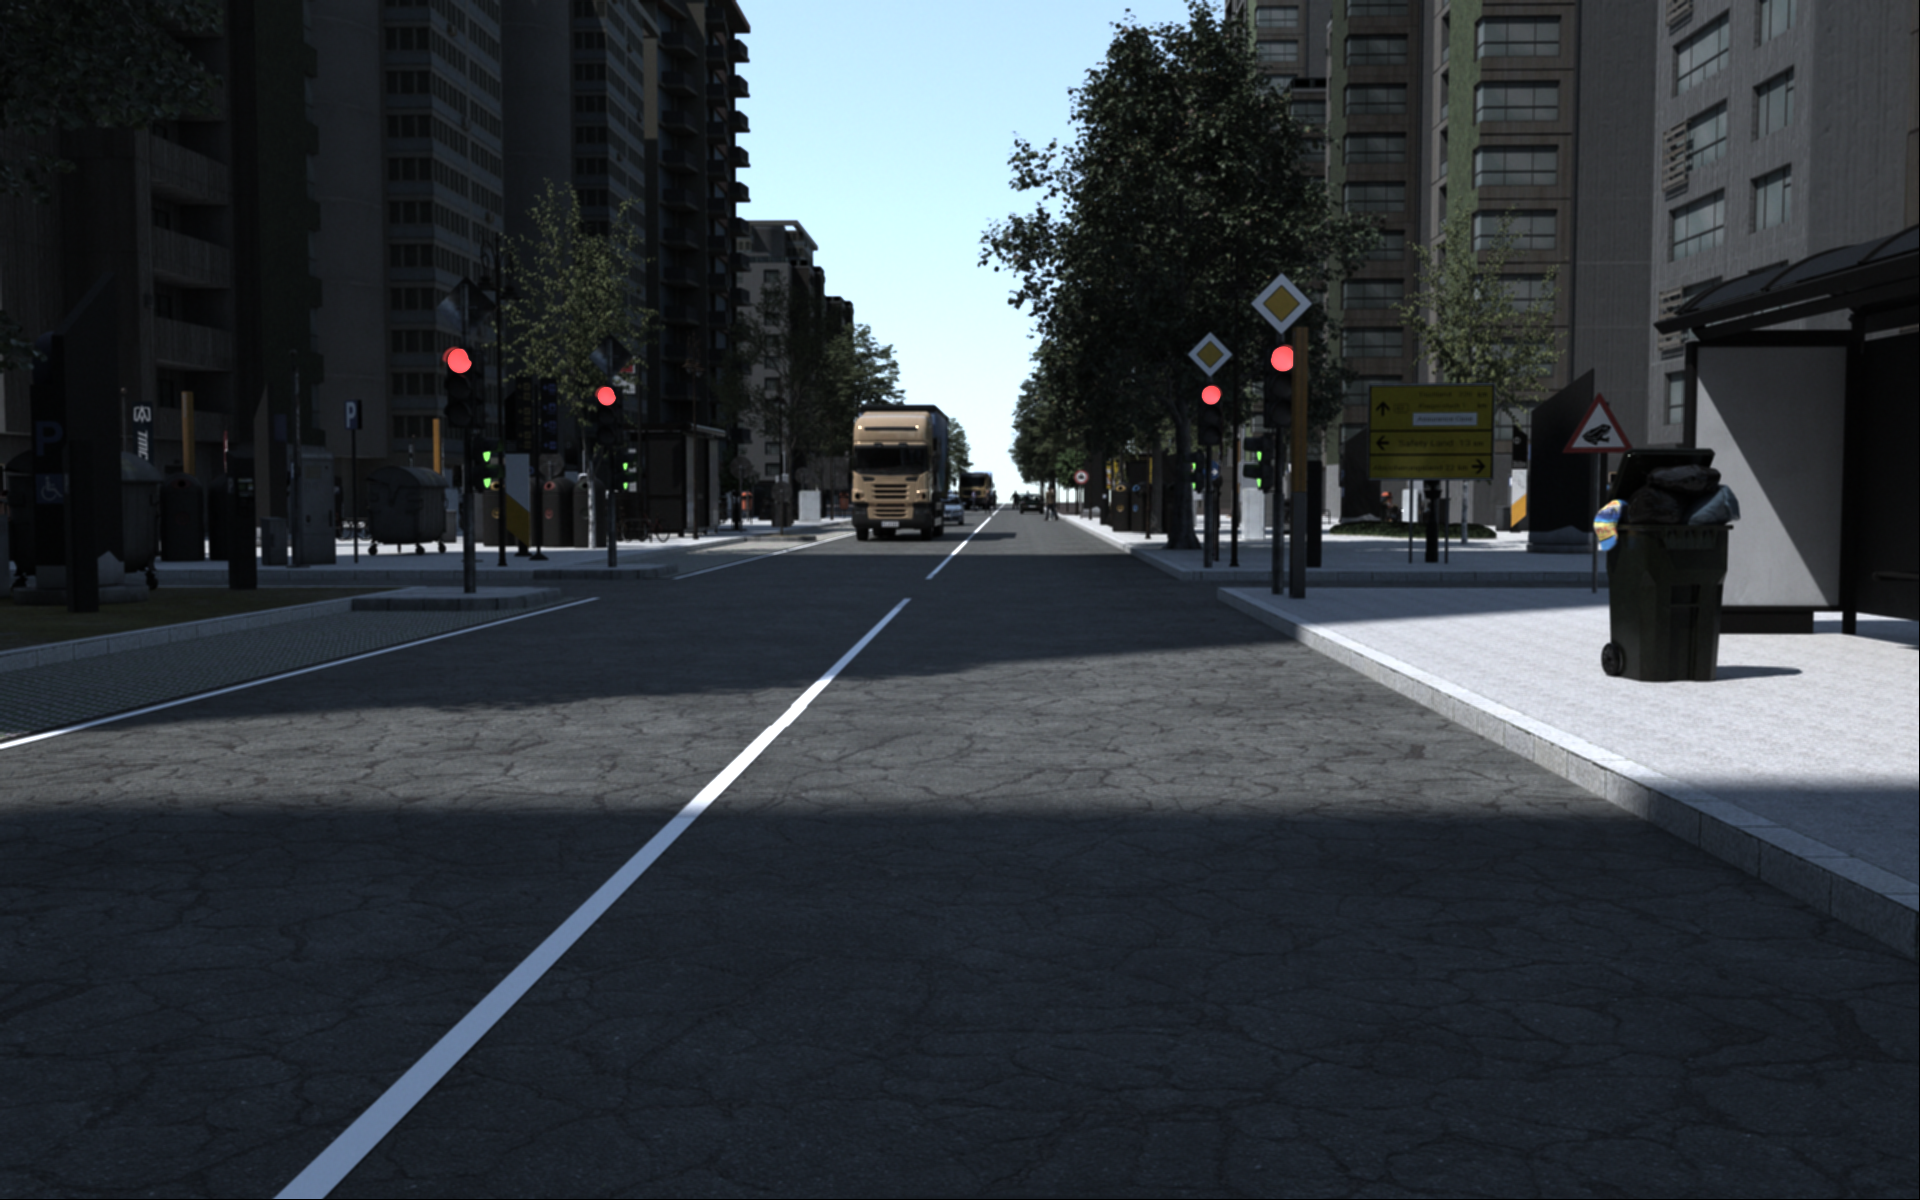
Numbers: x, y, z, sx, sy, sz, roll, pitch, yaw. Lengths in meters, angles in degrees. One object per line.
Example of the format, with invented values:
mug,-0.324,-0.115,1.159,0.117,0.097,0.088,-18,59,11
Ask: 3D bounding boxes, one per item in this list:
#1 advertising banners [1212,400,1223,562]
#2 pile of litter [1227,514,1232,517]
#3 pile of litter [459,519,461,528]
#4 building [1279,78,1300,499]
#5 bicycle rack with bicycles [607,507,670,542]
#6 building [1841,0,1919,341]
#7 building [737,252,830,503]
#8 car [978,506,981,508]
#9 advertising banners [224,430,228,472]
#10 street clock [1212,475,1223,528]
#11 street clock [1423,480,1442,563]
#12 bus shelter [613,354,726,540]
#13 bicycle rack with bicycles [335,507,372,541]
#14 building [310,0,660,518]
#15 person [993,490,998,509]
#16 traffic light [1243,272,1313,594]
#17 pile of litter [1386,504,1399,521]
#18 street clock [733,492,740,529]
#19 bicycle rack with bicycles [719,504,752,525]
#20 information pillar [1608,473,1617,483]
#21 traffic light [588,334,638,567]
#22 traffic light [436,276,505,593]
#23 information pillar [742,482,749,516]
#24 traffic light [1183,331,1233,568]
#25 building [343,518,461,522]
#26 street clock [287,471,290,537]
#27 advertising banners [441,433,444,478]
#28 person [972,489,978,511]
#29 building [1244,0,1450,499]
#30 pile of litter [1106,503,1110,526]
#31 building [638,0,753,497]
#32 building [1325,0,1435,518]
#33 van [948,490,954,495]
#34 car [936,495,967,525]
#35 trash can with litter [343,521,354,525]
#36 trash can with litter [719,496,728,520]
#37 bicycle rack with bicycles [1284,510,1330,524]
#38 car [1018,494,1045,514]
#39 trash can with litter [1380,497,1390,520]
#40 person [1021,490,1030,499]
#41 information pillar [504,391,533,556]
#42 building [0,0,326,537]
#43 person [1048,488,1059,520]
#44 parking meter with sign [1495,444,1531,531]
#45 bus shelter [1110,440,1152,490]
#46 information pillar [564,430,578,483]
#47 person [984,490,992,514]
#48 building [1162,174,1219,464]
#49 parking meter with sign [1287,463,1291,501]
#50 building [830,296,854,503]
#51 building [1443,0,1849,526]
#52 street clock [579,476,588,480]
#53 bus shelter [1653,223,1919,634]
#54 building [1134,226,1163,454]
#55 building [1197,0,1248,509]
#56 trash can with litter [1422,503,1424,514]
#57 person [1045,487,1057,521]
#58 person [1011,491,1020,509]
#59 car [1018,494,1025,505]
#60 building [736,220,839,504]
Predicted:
advertising banners,4.925,-2.263,33.192,0.090,3.025,2.074,0,4,5
pile of litter,15.370,-4.955,94.980,1.176,0.858,1.719,-2,4,-33
pile of litter,-18.862,-3.178,65.933,1.719,0.858,1.176,-3,5,-39
building,29.490,-21.525,123.630,14.160,30.474,14.107,0,4,2
bicycle rack with bicycles,-9.443,-2.013,46.290,2.852,0.926,2.925,-3,4,-38
building,28.782,-22.265,47.624,14.086,41.232,14.154,0,4,2
building,-24.111,-26.886,211.295,14.160,30.474,14.107,0,4,2
car,1.325,-10.454,181.142,2.015,1.641,3.980,0,4,3
advertising banners,-19.629,-3.091,46.723,0.090,3.025,2.074,-2,4,-32
street clock,9.761,-3.744,65.782,0.358,2.002,0.471,2,4,34
street clock,8.872,-1.710,32.521,0.471,2.002,0.358,2,4,35
bus shelter,-8.901,-4.578,52.476,2.179,5.291,8.768,0,4,2
bicycle rack with bicycles,-16.500,-2.149,48.523,2.925,0.926,2.852,1,4,22
building,-34.896,-26.070,118.118,32.217,40.220,23.993,0,4,2
person,3.416,-9.790,168.571,0.705,1.824,1.348,-1,4,-19
traffic light,4.053,-2.029,22.089,0.839,4.253,0.868,0,4,2
pile of litter,18.382,-3.699,74.451,1.719,0.858,1.176,-3,4,-36
street clock,-8.058,-3.538,62.411,0.358,2.002,0.471,-1,4,-8
bicycle rack with bicycles,-10.318,-3.678,73.515,2.852,0.926,2.925,3,5,43
information pillar,22.359,-3.352,59.304,0.304,2.012,0.304,1,4,16
traffic light,-6.104,-2.536,30.379,0.839,4.253,0.868,0,4,2
traffic light,-6.353,-2.048,22.398,0.839,4.253,0.868,0,4,2
information pillar,-12.165,-5.729,98.155,0.304,2.012,0.304,3,4,37
traffic light,4.303,-2.517,30.071,0.839,4.253,0.868,0,4,2
building,-36.810,-24.148,86.698,32.217,40.220,23.993,0,4,2
street clock,-20.224,-2.892,51.847,0.471,2.002,0.358,-2,4,-24
advertising banners,-14.764,-3.247,49.273,0.090,3.025,2.074,-1,4,-12
person,1.310,-8.242,143.127,0.599,1.838,0.709,2,4,31
building,29.458,-27.754,137.380,14.154,41.232,14.086,0,4,2
pile of litter,6.551,-3.472,70.740,1.176,0.858,1.719,2,4,31
building,-29.567,-29.972,144.667,22.147,44.769,28.867,0,4,2
building,27.429,-19.919,97.383,14.160,30.474,14.107,0,4,2
van,-1.366,-10.337,176.020,2.013,2.044,4.112,0,4,1
car,-0.690,-4.194,80.575,2.014,1.417,4.499,0,4,0
trash can with litter,-26.314,-3.806,73.284,1.678,1.210,2.233,-2,4,-28
trash can with litter,-11.906,-4.553,85.830,0.624,1.170,1.055,-2,4,-26
bicycle rack with bicycles,14.417,-3.677,73.504,2.852,0.926,2.925,-1,4,-17
car,5.243,-7.147,126.646,2.009,1.686,4.222,0,4,1
trash can with litter,17.485,-3.750,72.704,1.055,1.170,0.624,-2,4,-25
person,7.120,-10.614,182.117,1.350,1.814,0.705,-1,4,-9
information pillar,-9.083,-2.706,35.600,0.504,3.616,0.183,0,4,-4
building,-28.615,-17.083,51.004,14.160,30.474,14.107,0,4,2
person,5.155,-5.275,95.340,0.643,1.750,0.593,0,4,-2
parking meter with sign,19.322,-3.895,59.952,1.738,3.016,0.543,-2,4,-30
bus shelter,9.523,-7.085,93.472,2.179,5.291,8.768,0,4,2
information pillar,-14.172,-4.388,63.092,0.504,3.616,0.183,-1,4,-22
person,2.034,-7.087,124.907,0.617,1.759,0.750,0,4,-5
building,36.309,-34.630,220.828,22.147,44.769,28.867,0,4,2
parking meter with sign,19.022,-6.247,98.402,0.543,3.016,1.738,1,4,23
building,-22.834,-29.211,249.303,14.160,30.474,14.107,0,4,2
building,27.834,-23.938,74.976,14.154,41.232,14.086,0,4,2
street clock,-14.928,-3.946,69.079,0.358,2.002,0.471,3,5,41
bus shelter,7.343,-1.187,13.330,2.014,3.302,5.546,0,4,2
building,35.752,-43.242,249.005,21.231,58.520,28.212,0,4,2
building,32.752,-43.801,154.402,20.563,71.187,20.611,0,4,2
trash can with litter,18.712,-3.697,71.830,1.055,1.170,0.624,2,4,26
person,4.931,-5.222,93.785,0.836,1.842,0.656,2,4,31
person,5.232,-9.430,163.235,0.990,1.755,0.434,1,4,18
car,7.595,-11.970,207.506,2.131,1.459,4.920,0,4,1
building,-32.374,-32.930,230.279,32.217,40.220,23.993,0,4,2
